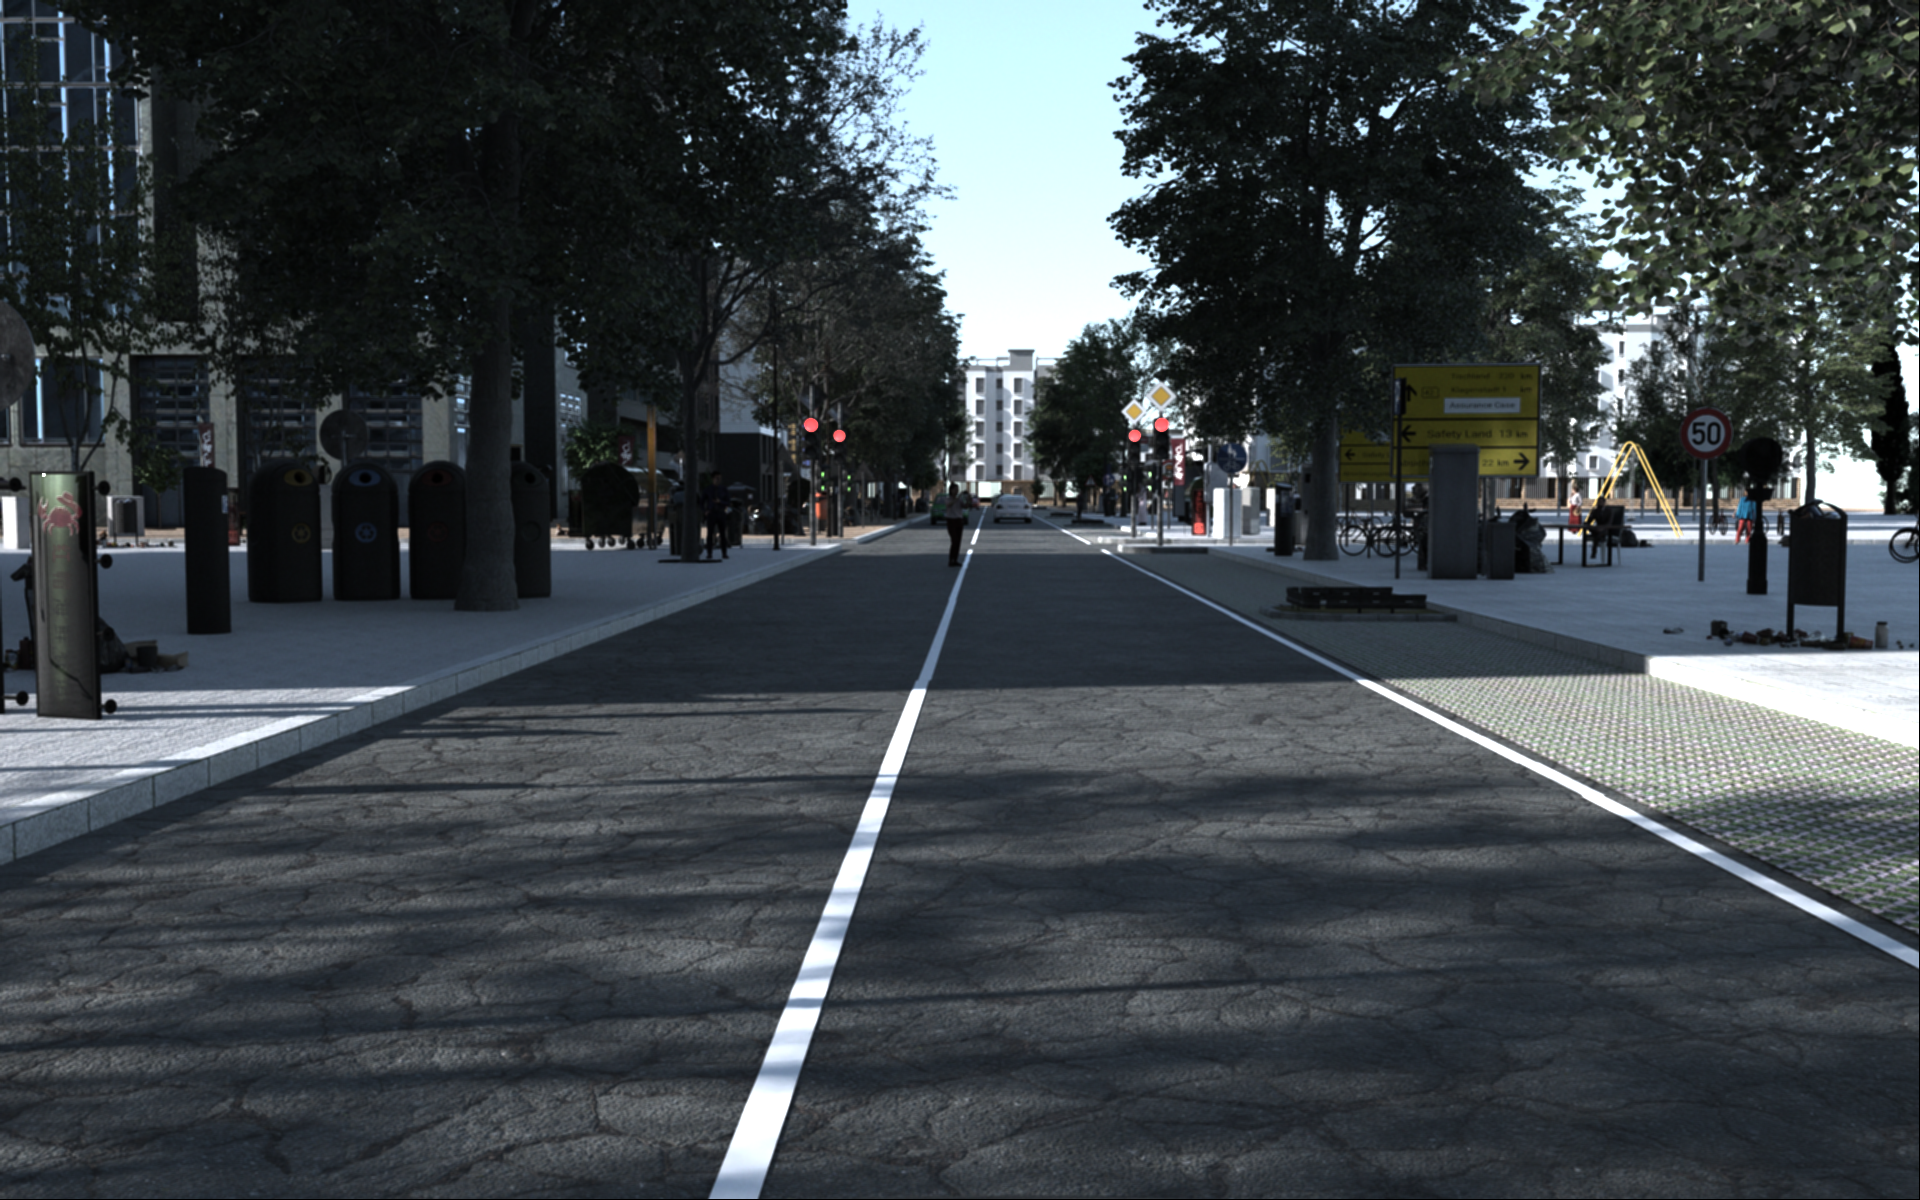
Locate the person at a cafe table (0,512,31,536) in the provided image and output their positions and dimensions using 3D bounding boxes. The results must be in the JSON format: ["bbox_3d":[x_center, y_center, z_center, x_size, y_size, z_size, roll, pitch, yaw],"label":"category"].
[{"bbox_3d":[-28.482,-2.583,53.098,1.726,1.238,1.698,2,4,34],"label":"person at a cafe table"}]

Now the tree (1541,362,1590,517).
[{"bbox_3d":[33.505,-8.910,96.034,4.737,8.622,4.395,0,3,0],"label":"tree"}]

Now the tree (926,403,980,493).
[{"bbox_3d":[-1.646,-16.381,193.581,9.928,11.665,9.643,0,3,0],"label":"tree"}]

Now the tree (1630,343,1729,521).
[{"bbox_3d":[35.380,-8.159,83.763,4.737,8.622,4.395,0,3,0],"label":"tree"}]

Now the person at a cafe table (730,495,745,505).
[{"bbox_3d":[-12.742,-5.206,95.975,1.698,1.238,1.726,0,4,-2],"label":"person at a cafe table"}]

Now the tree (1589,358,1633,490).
[{"bbox_3d":[35.454,-8.537,89.950,4.737,8.622,4.395,0,3,0],"label":"tree"}]

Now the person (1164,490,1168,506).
[{"bbox_3d":[21.926,-10.855,184.234,0.721,1.743,1.217,-1,4,-8],"label":"person"}]

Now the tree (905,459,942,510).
[{"bbox_3d":[-3.147,-9.757,143.243,4.285,4.588,4.351,0,3,0],"label":"tree"}]

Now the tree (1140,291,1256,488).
[{"bbox_3d":[8.440,-6.683,59.630,4.360,8.622,3.978,0,3,0],"label":"tree"}]

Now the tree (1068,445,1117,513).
[{"bbox_3d":[8.933,-8.125,116.557,4.285,4.588,4.351,0,3,0],"label":"tree"}]

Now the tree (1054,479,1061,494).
[{"bbox_3d":[10.639,-11.425,181.392,1.663,3.219,1.824,0,3,0],"label":"tree"}]

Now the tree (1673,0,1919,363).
[{"bbox_3d":[6.964,-6.320,9.982,9.857,13.997,8.962,0,3,0],"label":"tree"}]

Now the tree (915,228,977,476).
[{"bbox_3d":[-4.454,-10.030,70.643,9.857,13.997,8.962,0,3,0],"label":"tree"}]

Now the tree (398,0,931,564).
[{"bbox_3d":[-4.991,-7.437,31.963,12.009,13.543,11.850,0,3,0],"label":"tree"}]

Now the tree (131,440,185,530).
[{"bbox_3d":[-28.691,-4.144,62.354,1.663,3.219,1.824,0,3,0],"label":"tree"}]

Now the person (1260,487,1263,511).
[{"bbox_3d":[23.324,-7.858,134.532,0.705,1.822,1.348,0,4,6],"label":"person"}]

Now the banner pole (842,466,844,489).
[{"bbox_3d":[-7.449,-7.263,108.769,0.401,3.779,0.863,2,4,24],"label":"banner pole"}]

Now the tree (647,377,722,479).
[{"bbox_3d":[-17.033,-9.547,106.456,4.360,8.622,3.978,0,3,0],"label":"tree"}]

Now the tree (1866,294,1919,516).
[{"bbox_3d":[60.064,-12.296,102.868,13.155,14.587,18.604,-1,4,-17],"label":"tree"}]

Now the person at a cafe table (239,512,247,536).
[{"bbox_3d":[-22.371,-2.714,52.894,1.622,1.524,1.698,2,4,28],"label":"person at a cafe table"}]

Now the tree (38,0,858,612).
[{"bbox_3d":[-5.271,-6.867,18.934,9.857,13.997,8.962,0,3,0],"label":"tree"}]

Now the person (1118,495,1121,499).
[{"bbox_3d":[12.966,-7.925,135.637,1.348,1.821,0.705,-2,4,-28],"label":"person"}]

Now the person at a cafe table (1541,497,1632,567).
[{"bbox_3d":[11.287,-1.247,31.245,1.726,1.238,1.698,-2,4,-34],"label":"person at a cafe table"}]

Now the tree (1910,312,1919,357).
[{"bbox_3d":[33.635,-6.540,57.289,4.737,8.622,4.395,0,3,0],"label":"tree"}]

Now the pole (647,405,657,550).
[{"bbox_3d":[-7.090,-2.817,39.894,0.158,3.312,0.155,0,3,0],"label":"pole"}]

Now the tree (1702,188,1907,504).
[{"bbox_3d":[31.283,-8.929,64.116,7.486,12.596,7.792,0,3,0],"label":"tree"}]

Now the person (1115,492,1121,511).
[{"bbox_3d":[12.038,-7.596,133.433,0.799,1.438,0.628,1,4,13],"label":"person"}]

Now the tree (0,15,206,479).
[{"bbox_3d":[-13.935,-4.699,27.189,4.737,8.622,4.395,0,3,0],"label":"tree"}]

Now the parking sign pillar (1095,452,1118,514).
[{"bbox_3d":[9.448,-7.529,111.568,1.447,3.967,1.447,0,4,1],"label":"parking sign pillar"}]

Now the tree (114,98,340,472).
[{"bbox_3d":[-13.317,-5.021,32.454,4.360,8.622,3.978,0,3,0],"label":"tree"}]

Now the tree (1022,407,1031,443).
[{"bbox_3d":[9.641,-13.987,135.337,9.857,13.997,8.962,0,3,0],"label":"tree"}]

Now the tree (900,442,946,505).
[{"bbox_3d":[-3.136,-12.547,155.508,4.737,8.622,4.395,0,3,0],"label":"tree"}]

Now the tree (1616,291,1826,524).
[{"bbox_3d":[32.817,-8.587,74.810,8.767,10.594,7.601,1,4,22],"label":"tree"}]

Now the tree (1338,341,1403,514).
[{"bbox_3d":[28.568,-11.436,112.732,9.928,11.665,9.643,0,3,0],"label":"tree"}]

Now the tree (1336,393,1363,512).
[{"bbox_3d":[27.137,-10.536,122.619,4.360,8.622,3.978,0,3,0],"label":"tree"}]

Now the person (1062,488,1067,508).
[{"bbox_3d":[9.765,-9.577,162.629,0.705,1.824,1.348,1,4,22],"label":"person"}]

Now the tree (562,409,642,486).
[{"bbox_3d":[-13.847,-5.085,66.852,4.285,4.588,4.351,0,3,0],"label":"tree"}]

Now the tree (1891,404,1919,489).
[{"bbox_3d":[56.250,-7.391,83.753,20.602,7.101,11.467,-1,4,-21],"label":"tree"}]

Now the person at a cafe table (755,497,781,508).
[{"bbox_3d":[-12.090,-6.147,111.358,1.698,1.238,1.726,3,4,36],"label":"person at a cafe table"}]

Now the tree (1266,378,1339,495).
[{"bbox_3d":[20.532,-9.550,106.500,4.737,8.622,4.395,0,3,0],"label":"tree"}]

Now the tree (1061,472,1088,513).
[{"bbox_3d":[8.449,-7.712,120.693,1.663,3.219,1.824,0,3,0],"label":"tree"}]

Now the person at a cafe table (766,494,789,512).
[{"bbox_3d":[-13.121,-7.122,124.954,1.622,1.524,1.698,-2,4,-30],"label":"person at a cafe table"}]

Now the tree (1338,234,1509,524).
[{"bbox_3d":[19.819,-9.506,73.550,7.486,12.596,7.792,0,3,0],"label":"tree"}]

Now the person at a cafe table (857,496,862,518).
[{"bbox_3d":[-6.080,-5.113,94.458,1.726,1.238,1.698,2,4,30],"label":"person at a cafe table"}]

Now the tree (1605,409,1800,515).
[{"bbox_3d":[47.037,-9.053,110.930,11.467,7.101,20.602,0,4,7],"label":"tree"}]

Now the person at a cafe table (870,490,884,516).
[{"bbox_3d":[-4.418,-5.570,99.586,1.698,1.524,1.622,2,4,35],"label":"person at a cafe table"}]

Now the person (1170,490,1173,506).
[{"bbox_3d":[23.234,-11.286,191.095,0.617,1.759,0.750,-3,4,-38],"label":"person"}]

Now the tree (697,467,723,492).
[{"bbox_3d":[-18.175,-7.942,124.455,1.663,3.219,1.824,0,3,0],"label":"tree"}]

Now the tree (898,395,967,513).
[{"bbox_3d":[-3.187,-11.008,114.401,8.767,10.594,7.601,2,4,25],"label":"tree"}]

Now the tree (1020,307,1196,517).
[{"bbox_3d":[9.192,-10.362,95.172,9.928,11.665,9.643,0,3,0],"label":"tree"}]
